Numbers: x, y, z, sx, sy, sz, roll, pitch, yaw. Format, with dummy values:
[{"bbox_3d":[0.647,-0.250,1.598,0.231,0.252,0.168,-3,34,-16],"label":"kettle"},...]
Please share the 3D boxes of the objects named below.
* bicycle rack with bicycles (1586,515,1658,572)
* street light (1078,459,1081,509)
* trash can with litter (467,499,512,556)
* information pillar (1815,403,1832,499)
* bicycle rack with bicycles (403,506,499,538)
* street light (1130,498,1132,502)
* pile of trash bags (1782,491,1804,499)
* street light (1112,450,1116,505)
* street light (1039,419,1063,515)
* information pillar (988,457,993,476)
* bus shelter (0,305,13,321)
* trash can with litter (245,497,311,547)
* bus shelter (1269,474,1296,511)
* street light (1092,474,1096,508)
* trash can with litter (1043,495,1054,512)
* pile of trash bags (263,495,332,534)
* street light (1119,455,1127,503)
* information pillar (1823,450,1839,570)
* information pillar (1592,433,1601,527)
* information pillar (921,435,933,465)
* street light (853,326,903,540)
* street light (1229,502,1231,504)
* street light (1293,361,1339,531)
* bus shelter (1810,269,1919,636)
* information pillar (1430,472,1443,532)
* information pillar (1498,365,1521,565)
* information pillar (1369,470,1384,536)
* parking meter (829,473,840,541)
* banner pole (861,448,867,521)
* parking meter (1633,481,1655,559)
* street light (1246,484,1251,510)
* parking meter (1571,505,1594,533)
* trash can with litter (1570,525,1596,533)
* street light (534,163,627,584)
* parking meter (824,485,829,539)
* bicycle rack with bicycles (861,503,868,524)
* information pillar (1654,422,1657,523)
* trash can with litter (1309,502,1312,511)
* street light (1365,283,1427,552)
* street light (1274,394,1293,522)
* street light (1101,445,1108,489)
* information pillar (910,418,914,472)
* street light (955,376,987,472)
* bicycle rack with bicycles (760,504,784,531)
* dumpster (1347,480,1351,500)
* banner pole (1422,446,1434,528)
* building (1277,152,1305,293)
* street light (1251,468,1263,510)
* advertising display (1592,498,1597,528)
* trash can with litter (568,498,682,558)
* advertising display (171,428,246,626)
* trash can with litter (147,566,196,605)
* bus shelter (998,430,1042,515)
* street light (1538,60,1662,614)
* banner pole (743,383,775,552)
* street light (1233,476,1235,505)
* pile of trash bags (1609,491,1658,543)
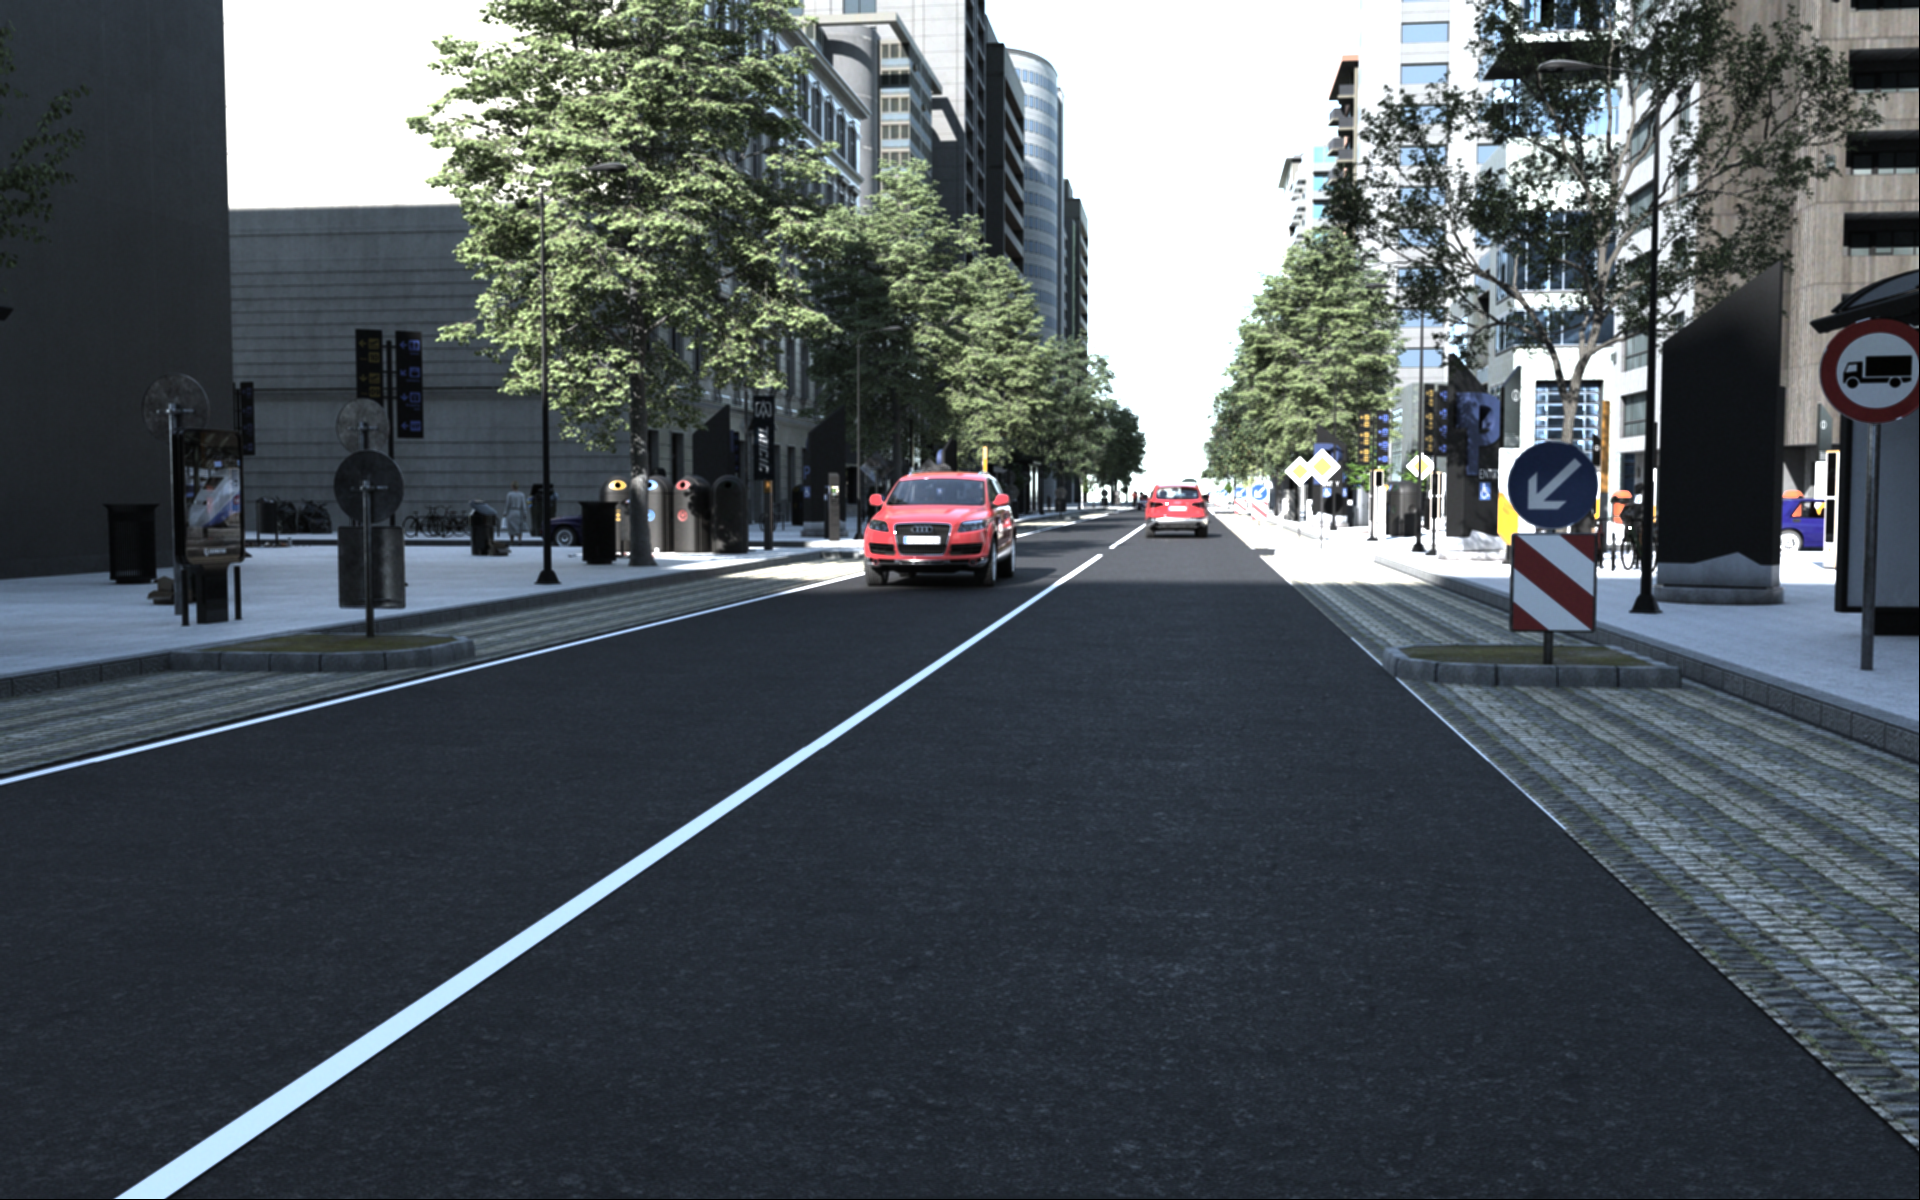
[{"bbox_3d":[11.758,-0.958,29.041,2.852,0.926,2.925,1,4,22],"label":"bicycle rack with bicycles"},{"bbox_3d":[7.862,-9.271,124.126,1.470,5.913,1.316,0,4,8],"label":"street light"},{"bbox_3d":[-9.801,-1.519,36.222,1.055,1.170,0.624,2,4,35],"label":"trash can with litter"},{"bbox_3d":[22.237,-3.259,44.635,0.504,3.616,0.183,-2,4,-26],"label":"information pillar"},{"bbox_3d":[-15.267,-2.354,51.870,2.925,0.926,2.852,-3,5,-41],"label":"bicycle rack with bicycles"},{"bbox_3d":[21.415,-15.480,225.636,1.470,5.913,1.316,0,4,8],"label":"street light"},{"bbox_3d":[23.204,-2.252,46.566,3.447,1.369,1.912,-2,4,-34],"label":"pile of trash bags"},{"bbox_3d":[15.828,-12.908,183.589,1.470,5.913,1.316,0,4,8],"label":"street light"},{"bbox_3d":[5.657,-8.263,107.645,1.470,5.913,1.316,0,4,8],"label":"street light"},{"bbox_3d":[1.636,-6.439,96.632,0.504,3.616,0.183,0,4,6],"label":"information pillar"},{"bbox_3d":[-9.405,-1.117,12.188,2.014,3.302,5.546,0,4,7],"label":"bus shelter"},{"bbox_3d":[-17.143,-1.901,42.133,2.233,1.210,1.678,1,4,12],"label":"trash can with litter"},{"bbox_3d":[21.878,-7.558,117.497,2.014,3.302,5.546,0,4,8],"label":"bus shelter"},{"bbox_3d":[10.475,-10.491,144.070,1.470,5.913,1.316,0,4,8],"label":"street light"},{"bbox_3d":[6.387,-6.751,121.430,1.678,1.210,2.233,1,4,8],"label":"trash can with litter"},{"bbox_3d":[-22.179,-2.830,56.028,3.447,1.369,1.912,-2,4,-26],"label":"pile of trash bags"},{"bbox_3d":[18.794,-14.282,206.053,1.470,5.913,1.316,0,4,8],"label":"street light"},{"bbox_3d":[14.873,-1.519,29.330,0.304,2.012,0.304,-1,4,-9],"label":"information pillar"},{"bbox_3d":[24.594,-4.614,66.801,0.504,3.616,0.183,0,4,-8],"label":"information pillar"},{"bbox_3d":[-1.277,-4.562,65.942,0.504,3.616,0.183,0,4,-6],"label":"information pillar"},{"bbox_3d":[-2.282,-4.627,48.186,1.470,5.913,1.316,0,4,8],"label":"street light"},{"bbox_3d":[25.363,-11.251,156.495,1.470,5.913,1.316,0,4,8],"label":"street light"},{"bbox_3d":[12.512,-5.372,60.378,1.470,5.913,1.316,0,4,8],"label":"street light"},{"bbox_3d":[8.450,-1.175,13.130,2.014,3.302,5.546,0,4,8],"label":"bus shelter"},{"bbox_3d":[16.089,-3.303,58.495,0.304,2.012,0.304,3,4,37],"label":"information pillar"},{"bbox_3d":[9.979,-2.451,31.425,0.504,3.616,0.183,-2,4,-35],"label":"information pillar"},{"bbox_3d":[12.689,-2.953,52.780,0.304,2.012,0.304,-1,4,-15],"label":"information pillar"},{"bbox_3d":[-3.437,-2.543,47.292,0.255,1.863,0.399,-1,4,-13],"label":"parking meter"},{"bbox_3d":[-4.559,-5.661,82.580,0.401,3.779,0.863,1,4,14],"label":"banner pole"},{"bbox_3d":[13.450,-1.569,34.072,0.372,1.533,0.369,0,3,0],"label":"parking meter"},{"bbox_3d":[20.385,-9.004,119.760,1.470,5.913,1.316,0,4,8],"label":"street light"},{"bbox_3d":[11.961,-1.684,33.252,0.399,1.863,0.255,1,4,17],"label":"parking meter"},{"bbox_3d":[18.118,-2.394,50.537,1.055,1.170,0.624,0,4,2],"label":"trash can with litter"},{"bbox_3d":[-5.357,-3.178,24.496,1.470,5.913,1.316,0,4,8],"label":"street light"},{"bbox_3d":[-3.728,-2.538,49.914,0.372,1.533,0.369,0,3,0],"label":"parking meter"},{"bbox_3d":[-2.902,-3.724,74.273,2.852,0.926,2.925,-1,4,-16],"label":"bicycle rack with bicycles"},{"bbox_3d":[22.532,-3.983,56.473,0.183,3.616,0.504,-1,4,-11],"label":"information pillar"},{"bbox_3d":[14.637,-3.566,69.688,1.055,1.170,0.624,0,4,-5],"label":"trash can with litter"},{"bbox_3d":[9.608,-4.017,38.219,1.470,5.913,1.316,0,4,8],"label":"street light"},{"bbox_3d":[15.011,-6.571,79.977,1.470,5.913,1.316,0,4,8],"label":"street light"},{"bbox_3d":[13.191,-11.688,163.641,1.470,5.913,1.316,0,4,8],"label":"street light"},{"bbox_3d":[-1.496,-3.820,53.806,0.183,3.616,0.504,0,4,3],"label":"information pillar"},{"bbox_3d":[0.379,-5.860,68.344,1.470,5.913,1.316,0,4,8],"label":"street light"},{"bbox_3d":[-7.355,-2.872,60.346,2.852,0.926,2.925,0,4,6],"label":"bicycle rack with bicycles"},{"bbox_3d":[17.206,-4.737,79.950,1.502,2.255,1.985,0,4,8],"label":"dumpster"},{"bbox_3d":[17.659,-4.581,64.917,0.401,3.779,0.863,-1,4,-13],"label":"banner pole"},{"bbox_3d":[62.749,-41.089,261.037,28.713,52.752,27.495,0,4,8],"label":"building"},{"bbox_3d":[17.664,-7.769,99.557,1.470,5.913,1.316,0,4,8],"label":"street light"},{"bbox_3d":[21.735,-3.327,59.618,0.123,1.923,0.974,0,4,6],"label":"advertising display"},{"bbox_3d":[-6.902,-1.471,35.109,2.233,1.210,1.678,2,4,27],"label":"trash can with litter"},{"bbox_3d":[-7.461,-0.735,17.235,0.123,1.923,0.974,1,4,11],"label":"advertising display"},{"bbox_3d":[-9.057,-0.556,20.473,0.624,1.170,1.055,1,4,14],"label":"trash can with litter"},{"bbox_3d":[3.613,-7.953,107.662,2.179,5.291,8.768,0,4,7],"label":"bus shelter"},{"bbox_3d":[6.888,-2.820,18.649,1.470,5.913,1.316,0,4,8],"label":"street light"},{"bbox_3d":[-4.544,-2.981,38.751,0.863,3.779,0.401,0,4,-2],"label":"banner pole"},{"bbox_3d":[22.520,-10.043,136.750,1.470,5.913,1.316,0,4,8],"label":"street light"},{"bbox_3d":[18.456,-2.231,46.226,1.912,1.369,3.447,-1,4,-13],"label":"pile of trash bags"}]
